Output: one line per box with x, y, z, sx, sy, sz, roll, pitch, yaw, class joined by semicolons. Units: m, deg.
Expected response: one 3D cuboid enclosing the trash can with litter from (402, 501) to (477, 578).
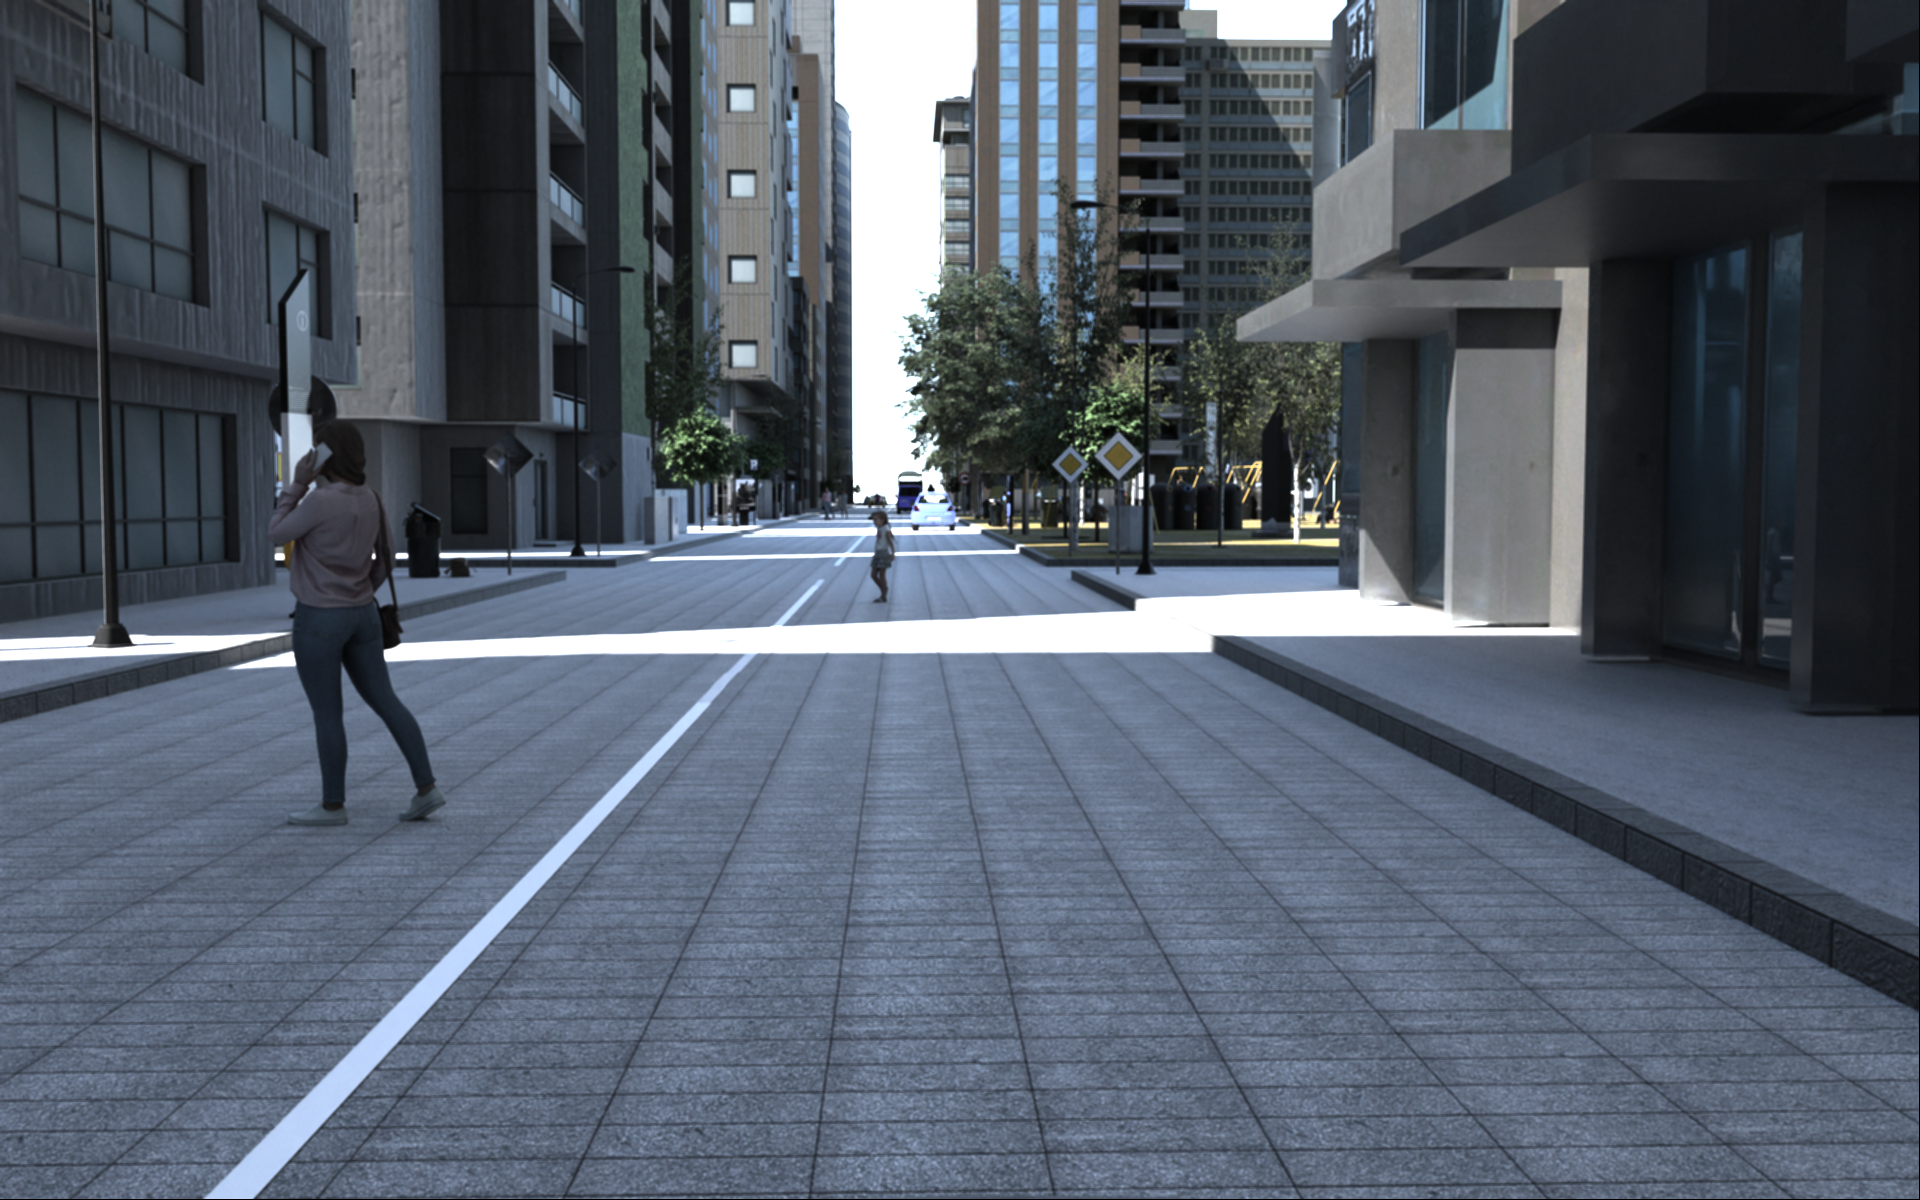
-8.058;-0.943;26.811;1.055;1.170;0.624;-1;4;-23;trash can with litter

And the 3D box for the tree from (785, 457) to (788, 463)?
-10.677;-6.575;91.208;4.285;4.588;4.351;0;3;0;tree

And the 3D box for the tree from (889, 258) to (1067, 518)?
0.938;-11.476;94.282;9.857;13.997;8.962;0;3;0;tree

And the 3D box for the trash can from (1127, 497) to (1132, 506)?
8.839;-4.875;91.355;0.748;1.137;0.748;0;3;0;trash can

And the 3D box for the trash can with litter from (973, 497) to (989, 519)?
1.214;-4.813;90.083;1.055;1.170;0.624;-1;4;-14;trash can with litter

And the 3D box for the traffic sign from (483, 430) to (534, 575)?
-7.121;-1.449;27.335;0.795;2.450;0.064;0;4;-2;traffic sign

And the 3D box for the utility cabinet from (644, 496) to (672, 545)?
-7.795;-2.036;44.447;0.306;1.237;1.020;1;4;11;utility cabinet

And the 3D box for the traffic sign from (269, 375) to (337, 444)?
-6.945;-1.113;18.303;0.768;2.556;0.104;0;4;8;traffic sign

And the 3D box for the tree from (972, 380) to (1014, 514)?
3.800;-9.427;104.495;4.737;8.622;4.395;0;3;0;tree

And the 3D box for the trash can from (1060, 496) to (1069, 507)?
6.521;-5.921;108.457;0.748;1.137;0.748;0;3;0;trash can

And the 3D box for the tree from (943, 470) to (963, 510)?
-0.593;-8.914;140.342;1.663;3.219;1.824;0;3;0;tree

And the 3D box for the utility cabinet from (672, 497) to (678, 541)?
-7.974;-2.234;47.692;0.306;1.237;1.020;0;4;0;utility cabinet

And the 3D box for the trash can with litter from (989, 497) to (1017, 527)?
1.821;-3.613;70.457;0.624;1.170;1.055;-2;4;-28;trash can with litter

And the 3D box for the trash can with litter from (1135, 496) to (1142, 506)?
9.504;-5.020;93.457;0.624;1.170;1.055;0;4;4;trash can with litter

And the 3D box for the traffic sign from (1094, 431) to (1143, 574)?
2.519;-1.467;27.622;0.795;2.450;0.064;0;4;-2;traffic sign

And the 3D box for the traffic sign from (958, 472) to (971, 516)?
0.271;-6.177;101.100;0.768;2.556;0.104;0;4;-1;traffic sign

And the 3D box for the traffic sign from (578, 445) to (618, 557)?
-7.376;-1.937;35.316;0.795;2.450;0.064;0;4;-2;traffic sign

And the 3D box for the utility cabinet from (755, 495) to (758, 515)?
-13.050;-5.902;107.656;1.020;1.237;0.306;-2;4;-31;utility cabinet

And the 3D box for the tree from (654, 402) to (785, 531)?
-9.096;-4.687;60.339;4.285;4.588;4.351;0;3;0;tree

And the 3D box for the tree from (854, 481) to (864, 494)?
-14.579;-15.506;248.130;1.663;3.219;1.824;0;3;0;tree

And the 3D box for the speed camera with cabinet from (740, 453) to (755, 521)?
-10.149;-5.408;82.751;0.660;3.252;2.038;-1;4;-10;speed camera with cabinet

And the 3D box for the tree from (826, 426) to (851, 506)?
-13.497;-14.447;186.572;4.360;8.622;3.978;0;3;0;tree

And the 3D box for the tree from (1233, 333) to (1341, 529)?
13.298;-6.973;64.371;4.737;8.622;4.395;0;3;0;tree

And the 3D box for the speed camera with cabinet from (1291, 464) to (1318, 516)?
20.062;-6.576;101.852;0.660;3.252;2.038;-3;5;-42;speed camera with cabinet

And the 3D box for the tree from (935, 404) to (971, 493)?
1.610;-9.842;111.273;4.737;8.622;4.395;0;3;0;tree

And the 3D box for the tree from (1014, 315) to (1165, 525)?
5.206;-7.354;70.607;4.737;8.622;4.395;0;3;0;tree

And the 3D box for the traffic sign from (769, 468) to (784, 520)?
-9.092;-5.247;85.888;0.768;2.556;0.104;0;4;4;traffic sign

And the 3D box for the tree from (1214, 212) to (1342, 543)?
8.883;-5.796;45.128;4.360;8.622;3.978;0;3;0;tree

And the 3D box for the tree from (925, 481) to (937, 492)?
-4.569;-16.440;263.397;1.663;3.219;1.824;0;3;0;tree

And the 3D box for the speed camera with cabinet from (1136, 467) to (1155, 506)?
8.862;-5.076;77.325;2.038;3.252;0.660;3;4;37;speed camera with cabinet

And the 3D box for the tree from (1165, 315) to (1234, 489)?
11.093;-7.469;72.478;4.737;8.622;4.395;0;3;0;tree

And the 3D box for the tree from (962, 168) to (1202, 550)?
2.475;-5.445;39.388;4.360;8.622;3.978;0;3;0;tree

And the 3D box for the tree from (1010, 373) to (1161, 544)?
3.150;-4.073;50.301;4.285;4.588;4.351;0;3;0;tree

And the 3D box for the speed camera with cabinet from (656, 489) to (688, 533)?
-9.862;-3.792;56.333;2.038;3.252;0.660;-3;5;-45;speed camera with cabinet

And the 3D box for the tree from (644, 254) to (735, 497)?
-9.063;-6.238;52.354;4.737;8.622;4.395;0;3;0;tree

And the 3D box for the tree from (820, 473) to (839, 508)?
-11.960;-10.102;159.772;1.663;3.219;1.824;0;3;0;tree

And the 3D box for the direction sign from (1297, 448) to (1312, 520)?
16.788;-5.661;84.551;0.876;3.537;0.379;-2;4;-28;direction sign

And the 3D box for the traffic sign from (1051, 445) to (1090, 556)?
2.264;-1.955;35.603;0.795;2.450;0.064;0;4;-2;traffic sign

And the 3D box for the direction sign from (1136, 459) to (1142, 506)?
6.112;-4.137;59.630;0.379;3.537;0.876;-1;4;-14;direction sign

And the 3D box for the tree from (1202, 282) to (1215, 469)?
8.747;-6.595;58.189;4.360;8.622;3.978;0;3;0;tree

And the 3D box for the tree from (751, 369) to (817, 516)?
-10.419;-9.250;101.593;4.360;8.622;3.978;0;3;0;tree
